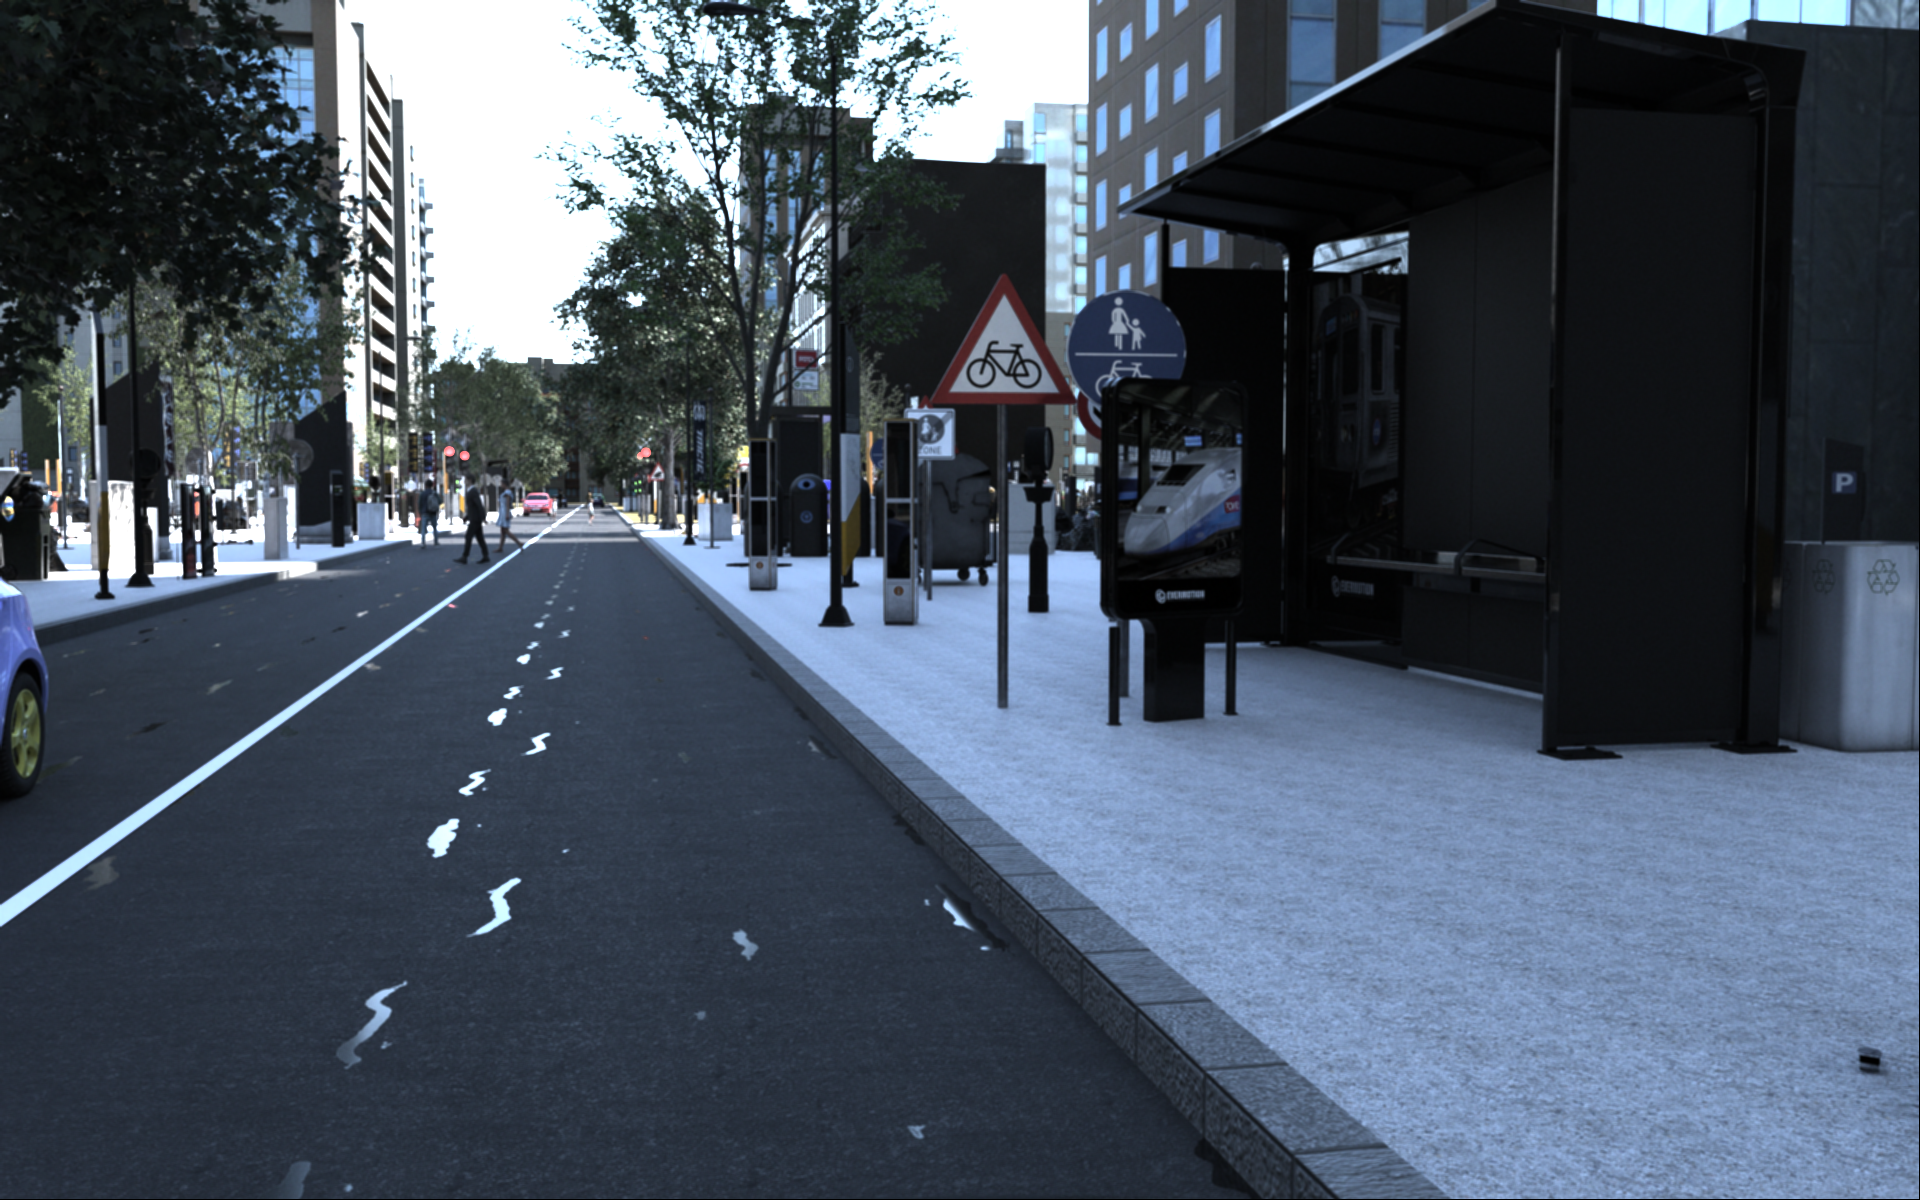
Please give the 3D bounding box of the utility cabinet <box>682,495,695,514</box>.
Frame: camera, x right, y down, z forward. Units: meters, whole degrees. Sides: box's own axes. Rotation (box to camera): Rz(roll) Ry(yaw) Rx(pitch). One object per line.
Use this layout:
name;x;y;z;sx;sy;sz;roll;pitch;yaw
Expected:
utility cabinet;-16.949;-5.972;108.800;1.020;1.237;0.306;1;4;10

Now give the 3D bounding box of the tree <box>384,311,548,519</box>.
tree;-25.112;-9.364;87.509;8.767;10.594;7.601;0;4;4

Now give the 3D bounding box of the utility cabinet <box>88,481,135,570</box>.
utility cabinet;-14.257;-1.260;29.272;0.318;1.500;1.173;0;3;0

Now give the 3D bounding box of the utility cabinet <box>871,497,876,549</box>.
utility cabinet;-1.835;-1.806;40.692;1.020;1.237;0.306;0;4;6

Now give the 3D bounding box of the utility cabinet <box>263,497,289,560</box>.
utility cabinet;-13.502;-1.407;34.166;0.306;1.237;1.020;-1;4;-12

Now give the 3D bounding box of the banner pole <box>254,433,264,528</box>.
banner pole;-26.090;-4.554;64.467;0.863;3.779;0.401;3;5;42

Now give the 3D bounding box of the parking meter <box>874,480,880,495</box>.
parking meter;-3.392;-4.058;72.061;0.255;1.863;0.399;1;4;13

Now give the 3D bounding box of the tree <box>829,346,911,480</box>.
tree;-4.511;-8.168;83.903;4.360;8.622;3.978;0;3;0

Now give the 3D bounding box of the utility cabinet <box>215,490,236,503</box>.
utility cabinet;-40.868;-5.358;96.286;1.173;1.500;0.318;-3;5;-40

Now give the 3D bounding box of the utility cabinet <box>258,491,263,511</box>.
utility cabinet;-52.559;-7.475;130.892;1.173;1.500;0.318;0;4;2

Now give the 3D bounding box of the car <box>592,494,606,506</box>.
car;-44.418;-12.251;212.095;2.131;1.459;4.920;-1;4;-12

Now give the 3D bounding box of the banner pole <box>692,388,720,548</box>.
banner pole;-6.011;-3.104;40.771;0.401;3.779;0.863;2;4;34

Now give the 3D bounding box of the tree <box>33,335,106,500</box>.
tree;-40.988;-8.004;81.230;4.737;8.622;4.395;0;3;0

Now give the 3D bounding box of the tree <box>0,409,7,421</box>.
tree;-49.617;-8.274;85.644;4.360;8.622;3.978;0;3;0

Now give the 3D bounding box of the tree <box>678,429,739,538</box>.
tree;-7.221;-3.419;50.509;1.663;3.219;1.824;0;3;0

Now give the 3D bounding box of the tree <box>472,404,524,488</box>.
tree;-34.459;-10.963;129.600;4.360;8.622;3.978;0;3;0

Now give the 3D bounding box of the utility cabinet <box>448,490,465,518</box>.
utility cabinet;-27.012;-5.174;93.278;1.173;1.500;0.318;0;4;0

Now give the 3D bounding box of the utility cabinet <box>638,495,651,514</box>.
utility cabinet;-20.406;-6.167;111.988;0.306;1.237;1.020;-3;5;-42

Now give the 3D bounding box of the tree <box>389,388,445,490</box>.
tree;-36.109;-10.100;115.492;4.360;8.622;3.978;0;3;0

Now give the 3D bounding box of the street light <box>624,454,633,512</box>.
street light;-12.938;-6.008;70.772;1.470;5.913;1.316;-1;4;-12

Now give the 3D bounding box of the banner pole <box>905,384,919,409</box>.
banner pole;-1.091;-3.018;39.365;0.401;3.779;0.863;-2;4;-23

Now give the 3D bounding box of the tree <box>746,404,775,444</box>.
tree;-15.523;-11.428;137.209;4.737;8.622;4.395;0;3;0

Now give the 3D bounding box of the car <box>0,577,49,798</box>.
car;-4.986;0.171;6.799;1.945;1.707;3.694;-1;4;-12

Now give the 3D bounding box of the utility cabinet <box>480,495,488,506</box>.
utility cabinet;-31.312;-6.185;112.284;1.020;1.237;0.306;0;4;4

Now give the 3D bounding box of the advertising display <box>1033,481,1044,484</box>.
advertising display;2.582;-3.374;60.380;0.123;1.923;0.974;-2;4;-34

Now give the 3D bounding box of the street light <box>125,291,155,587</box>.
street light;-10.825;-3.142;23.906;1.470;5.913;1.316;-1;4;-12

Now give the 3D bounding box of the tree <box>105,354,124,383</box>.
tree;-28.988;-7.037;65.421;4.737;8.622;4.395;0;3;0

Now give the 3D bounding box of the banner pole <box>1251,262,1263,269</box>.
banner pole;2.985;-1.758;18.768;0.863;3.779;0.401;-1;4;-14

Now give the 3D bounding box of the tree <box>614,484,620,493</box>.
tree;-42.835;-13.761;219.594;1.663;3.219;1.824;0;3;0

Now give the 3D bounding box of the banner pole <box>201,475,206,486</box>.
banner pole;-45.631;-7.010;104.633;0.863;3.779;0.401;0;4;-3

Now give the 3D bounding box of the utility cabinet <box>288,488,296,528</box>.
utility cabinet;-24.592;-3.402;64.300;0.318;1.500;1.173;-3;4;-38

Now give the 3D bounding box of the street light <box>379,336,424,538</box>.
street light;-16.448;-4.796;50.961;1.470;5.913;1.316;-1;4;-12

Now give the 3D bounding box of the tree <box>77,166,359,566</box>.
tree;-13.416;-4.910;30.635;4.360;8.622;3.978;0;3;0

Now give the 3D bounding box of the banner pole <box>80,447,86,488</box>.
banner pole;-45.379;-6.091;89.613;0.863;3.779;0.401;3;5;41

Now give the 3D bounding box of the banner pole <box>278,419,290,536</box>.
banner pole;-20.650;-3.824;52.534;0.401;3.779;0.863;-3;5;-39

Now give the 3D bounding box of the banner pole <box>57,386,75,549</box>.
banner pole;-20.942;-3.081;40.392;0.401;3.779;0.863;-2;4;-32

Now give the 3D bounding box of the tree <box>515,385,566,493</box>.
tree;-42.031;-15.398;169.880;7.486;12.596;7.792;0;3;0

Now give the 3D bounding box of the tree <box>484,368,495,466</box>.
tree;-36.789;-13.725;141.414;9.611;12.733;9.660;0;3;0

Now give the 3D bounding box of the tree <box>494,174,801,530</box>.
tree;-10.449;-8.859;61.859;9.611;12.733;9.660;0;3;0

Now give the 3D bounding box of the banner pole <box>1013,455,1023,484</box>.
banner pole;3.786;-7.418;111.298;0.863;3.779;0.401;1;4;11

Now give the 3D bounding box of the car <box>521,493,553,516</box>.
car;-27.626;-6.383;113.408;2.155;1.783;4.494;-1;4;-10

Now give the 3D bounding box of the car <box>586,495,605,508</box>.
car;-38.397;-10.388;182.424;1.945;1.354;3.894;-1;4;-11

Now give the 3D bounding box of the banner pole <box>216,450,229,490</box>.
banner pole;-42.319;-6.682;99.262;0.863;3.779;0.401;0;4;2

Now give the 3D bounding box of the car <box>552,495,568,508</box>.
car;-42.038;-10.328;181.438;1.945;1.354;3.894;-1;4;-12

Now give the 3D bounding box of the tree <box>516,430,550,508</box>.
tree;-41.155;-12.905;161.366;4.737;8.622;4.395;0;3;0

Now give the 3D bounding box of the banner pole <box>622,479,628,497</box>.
banner pole;-28.994;-9.788;150.052;0.401;3.779;0.863;2;4;31

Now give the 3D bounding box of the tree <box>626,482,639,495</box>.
tree;-26.864;-9.164;144.430;1.663;3.219;1.824;0;3;0

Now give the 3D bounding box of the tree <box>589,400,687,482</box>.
tree;-25.330;-14.136;137.772;9.857;13.997;8.962;0;3;0

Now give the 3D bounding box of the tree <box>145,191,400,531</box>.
tree;-14.878;-5.336;37.609;4.737;8.622;4.395;0;3;0

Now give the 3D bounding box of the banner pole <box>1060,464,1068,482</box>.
banner pole;8.671;-9.467;144.805;0.863;3.779;0.401;1;4;9

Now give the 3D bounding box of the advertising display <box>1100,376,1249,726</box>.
advertising display;1.218;-0.281;9.802;0.974;1.923;0.123;-2;4;-32

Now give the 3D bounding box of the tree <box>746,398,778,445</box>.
tree;-15.253;-10.952;129.434;4.360;8.622;3.978;0;3;0

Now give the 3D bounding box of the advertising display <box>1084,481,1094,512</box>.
advertising display;6.388;-4.834;84.241;0.123;1.923;0.974;-2;4;-34

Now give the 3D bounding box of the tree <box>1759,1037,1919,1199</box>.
tree;2.367;-4.719;2.906;9.928;11.665;9.643;0;3;0

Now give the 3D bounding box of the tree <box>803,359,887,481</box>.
tree;-6.183;-8.820;94.572;4.737;8.622;4.395;0;3;0

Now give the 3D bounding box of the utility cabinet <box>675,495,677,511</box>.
utility cabinet;-16.542;-5.407;99.566;0.306;1.237;1.020;0;4;2

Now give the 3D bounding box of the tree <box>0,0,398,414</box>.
tree;-9.423;-5.892;13.335;9.611;12.733;9.660;0;3;0

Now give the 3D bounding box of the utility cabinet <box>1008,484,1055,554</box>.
utility cabinet;1.427;-1.730;36.957;1.173;1.500;0.318;1;4;14
